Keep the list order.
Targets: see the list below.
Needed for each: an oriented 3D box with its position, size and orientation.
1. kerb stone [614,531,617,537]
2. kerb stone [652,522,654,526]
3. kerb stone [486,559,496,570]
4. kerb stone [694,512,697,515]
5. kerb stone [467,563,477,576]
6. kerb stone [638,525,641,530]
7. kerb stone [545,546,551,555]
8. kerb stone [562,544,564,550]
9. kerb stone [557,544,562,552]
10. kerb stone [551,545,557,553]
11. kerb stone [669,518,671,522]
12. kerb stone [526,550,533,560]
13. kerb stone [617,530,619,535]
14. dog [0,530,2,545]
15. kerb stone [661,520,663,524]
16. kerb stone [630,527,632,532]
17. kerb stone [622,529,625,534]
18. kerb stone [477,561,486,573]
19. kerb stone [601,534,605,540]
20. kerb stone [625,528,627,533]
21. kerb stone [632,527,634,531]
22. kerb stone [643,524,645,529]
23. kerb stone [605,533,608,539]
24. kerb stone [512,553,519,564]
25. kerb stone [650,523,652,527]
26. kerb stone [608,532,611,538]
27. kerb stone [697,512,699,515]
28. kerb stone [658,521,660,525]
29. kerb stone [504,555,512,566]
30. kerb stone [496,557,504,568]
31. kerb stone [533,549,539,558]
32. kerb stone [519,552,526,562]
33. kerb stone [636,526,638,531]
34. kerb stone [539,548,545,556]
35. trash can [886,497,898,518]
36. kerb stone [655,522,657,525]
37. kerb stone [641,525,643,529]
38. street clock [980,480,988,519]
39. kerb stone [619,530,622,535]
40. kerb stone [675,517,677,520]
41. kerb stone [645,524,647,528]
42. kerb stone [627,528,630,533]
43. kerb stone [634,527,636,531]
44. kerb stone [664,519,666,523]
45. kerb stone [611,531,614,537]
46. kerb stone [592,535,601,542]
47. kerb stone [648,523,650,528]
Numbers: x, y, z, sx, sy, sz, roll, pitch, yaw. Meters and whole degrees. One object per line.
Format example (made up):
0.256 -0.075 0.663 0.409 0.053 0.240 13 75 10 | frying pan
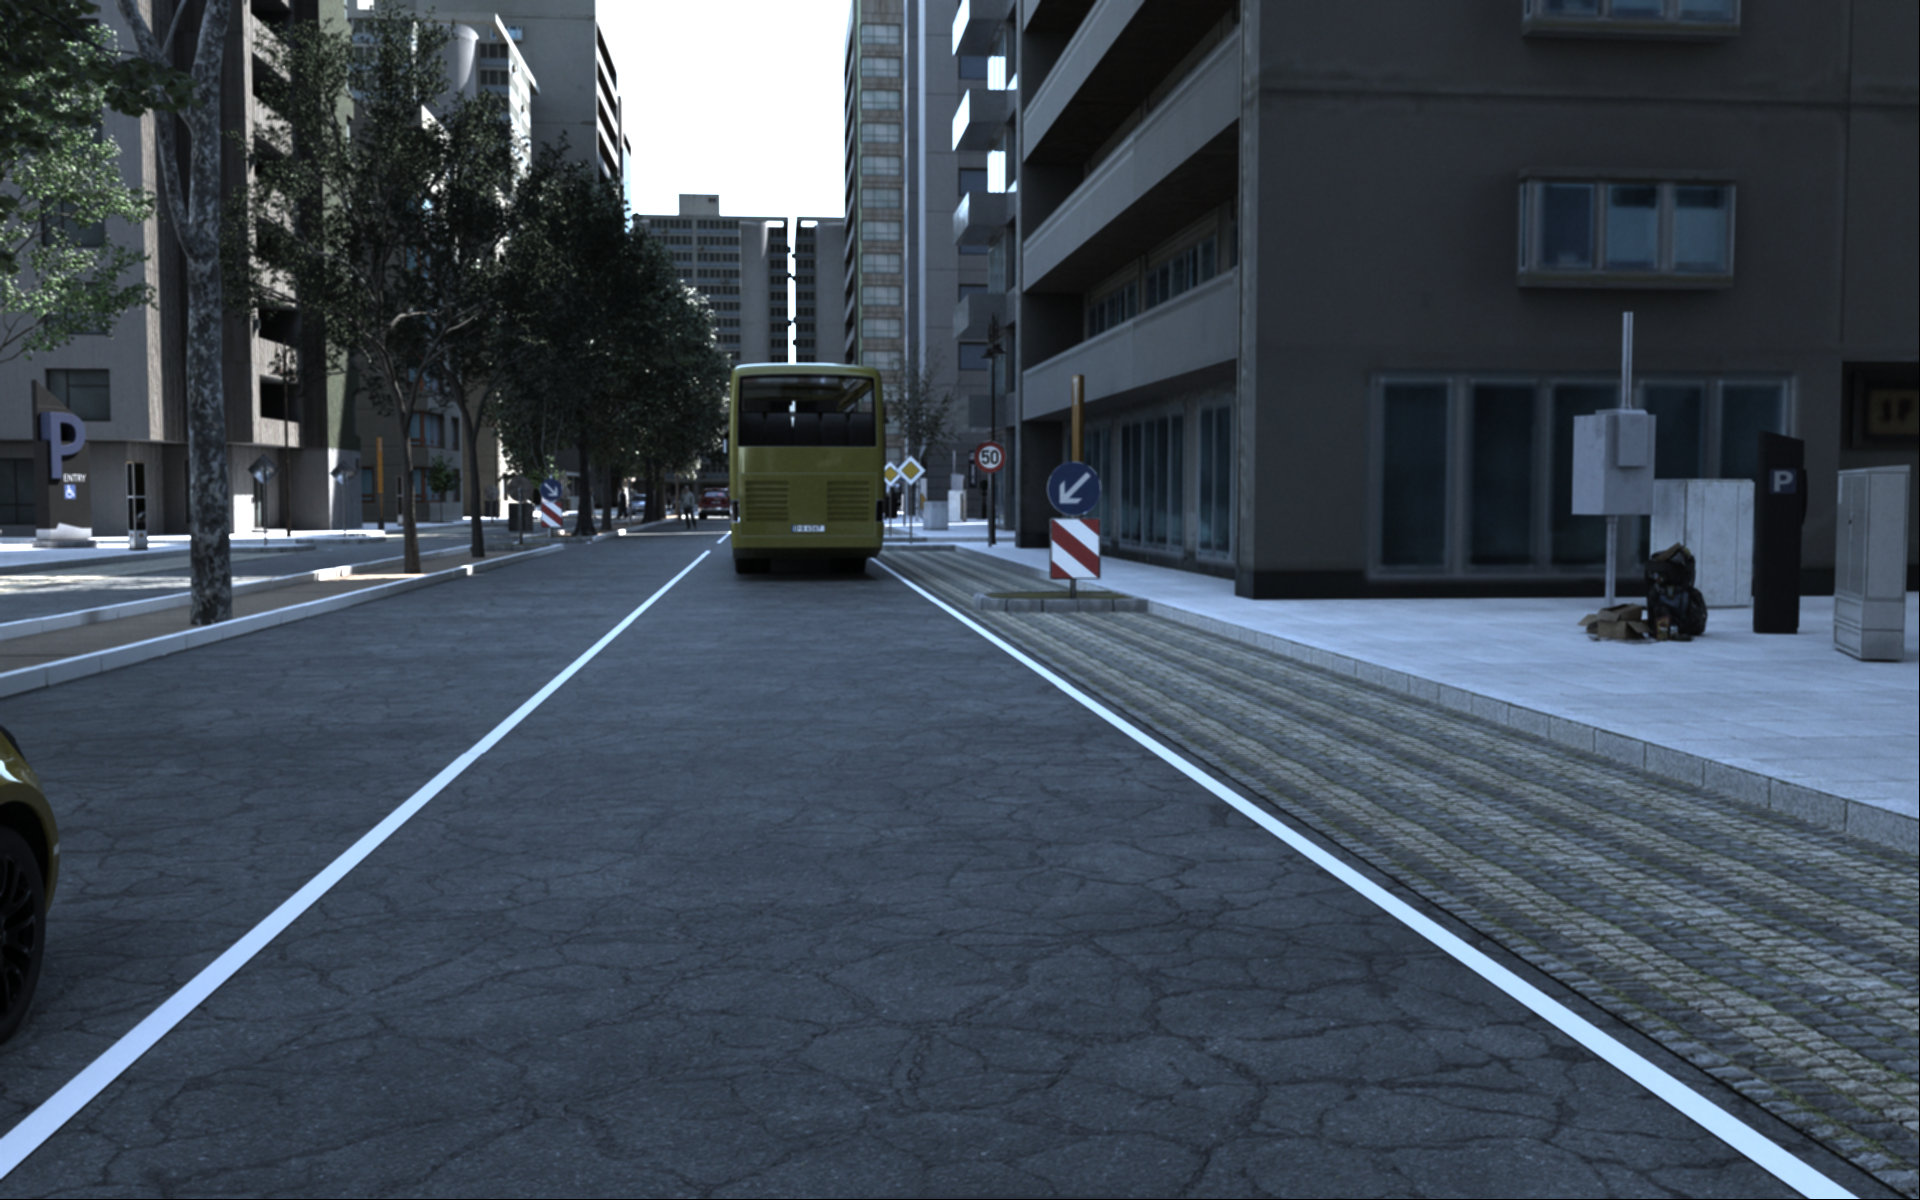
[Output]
-11.643 -2.174 57.789 0.120 0.150 1.000 0 4 -6 | kerb stone
-13.493 -3.233 75.093 0.120 0.150 1.000 0 4 -6 | kerb stone
-8.971 -0.645 32.738 0.120 0.150 1.000 0 4 -6 | kerb stone
-17.854 -5.729 115.860 0.120 0.150 1.000 0 4 -6 | kerb stone
-8.751 -0.520 30.706 0.120 0.150 1.000 0 4 -6 | kerb stone
-12.728 -2.800 67.968 0.120 0.150 1.000 0 4 -6 | kerb stone
-9.843 -1.143 40.887 0.120 0.150 1.000 0 4 -6 | kerb stone
-10.170 -1.330 43.936 0.120 0.150 1.000 0 4 -6 | kerb stone
-10.061 -1.264 42.920 0.120 0.150 1.000 0 4 -6 | kerb stone
-9.947 -1.203 41.904 0.120 0.150 1.000 0 4 -6 | kerb stone
-14.800 -3.984 87.326 0.120 0.150 1.000 0 4 -6 | kerb stone
-9.516 -0.956 37.830 0.120 0.150 1.000 0 4 -6 | kerb stone
-11.757 -2.239 58.805 0.120 0.150 1.000 0 4 -6 | kerb stone
-24.690 -1.524 44.211 0.406 0.507 0.540 -2 4 -29 | dog
-14.151 -3.610 81.217 0.120 0.150 1.000 0 4 -6 | kerb stone
-12.300 -2.551 63.901 0.120 0.150 1.000 0 4 -6 | kerb stone
-11.970 -2.359 60.838 0.120 0.150 1.000 0 4 -6 | kerb stone
-8.870 -0.581 31.721 0.120 0.150 1.000 0 4 -6 | kerb stone
-11.206 -1.927 53.710 0.120 0.150 1.000 0 4 -6 | kerb stone
-12.081 -2.426 61.854 0.120 0.150 1.000 0 4 -6 | kerb stone
-12.412 -2.613 64.917 0.120 0.150 1.000 0 4 -6 | kerb stone
-12.953 -2.924 70.002 0.120 0.150 1.000 0 4 -6 | kerb stone
-11.326 -1.985 54.732 0.120 0.150 1.000 0 4 -6 | kerb stone
-9.292 -0.831 35.787 0.120 0.150 1.000 0 4 -6 | kerb stone
-13.382 -3.168 74.073 0.120 0.150 1.000 0 4 -6 | kerb stone
-11.430 -2.052 55.749 0.120 0.150 1.000 0 4 -6 | kerb stone
-18.611 -6.164 122.992 0.120 0.150 1.000 0 4 -6 | kerb stone
-13.934 -3.486 79.184 0.120 0.150 1.000 0 4 -6 | kerb stone
-9.187 -0.768 34.771 0.120 0.150 1.000 0 4 -6 | kerb stone
-9.084 -0.707 33.754 0.120 0.150 1.000 0 4 -6 | kerb stone
-9.623 -1.015 38.852 0.120 0.150 1.000 0 4 -6 | kerb stone
-9.405 -0.894 36.812 0.120 0.150 1.000 0 4 -6 | kerb stone
-12.632 -2.735 66.951 0.120 0.150 1.000 0 4 -6 | kerb stone
-9.731 -1.081 39.868 0.120 0.150 1.000 0 4 -6 | kerb stone
-3.600 -4.883 91.485 0.748 1.137 0.748 0 3 0 | trash can
-13.714 -3.359 77.131 0.120 0.150 1.000 0 4 -6 | kerb stone
-12.838 -2.858 68.987 0.120 0.150 1.000 0 4 -6 | kerb stone
1.237 -5.129 88.433 0.471 2.002 0.358 -2 4 -24 | street clock
-11.863 -2.301 59.821 0.120 0.150 1.000 0 4 -6 | kerb stone
-15.348 -4.290 92.420 0.120 0.150 1.000 0 4 -6 | kerb stone
-13.056 -2.980 71.020 0.120 0.150 1.000 0 4 -6 | kerb stone
-12.189 -2.488 62.875 0.120 0.150 1.000 0 4 -6 | kerb stone
-12.523 -2.673 65.933 0.120 0.150 1.000 0 4 -6 | kerb stone
-14.364 -3.732 83.250 0.120 0.150 1.000 0 4 -6 | kerb stone
-11.537 -2.111 56.766 0.120 0.150 1.000 0 4 -6 | kerb stone
-11.101 -1.862 52.688 0.120 0.150 1.000 0 4 -6 | kerb stone
-13.272 -3.111 73.056 0.120 0.150 1.000 0 4 -6 | kerb stone
